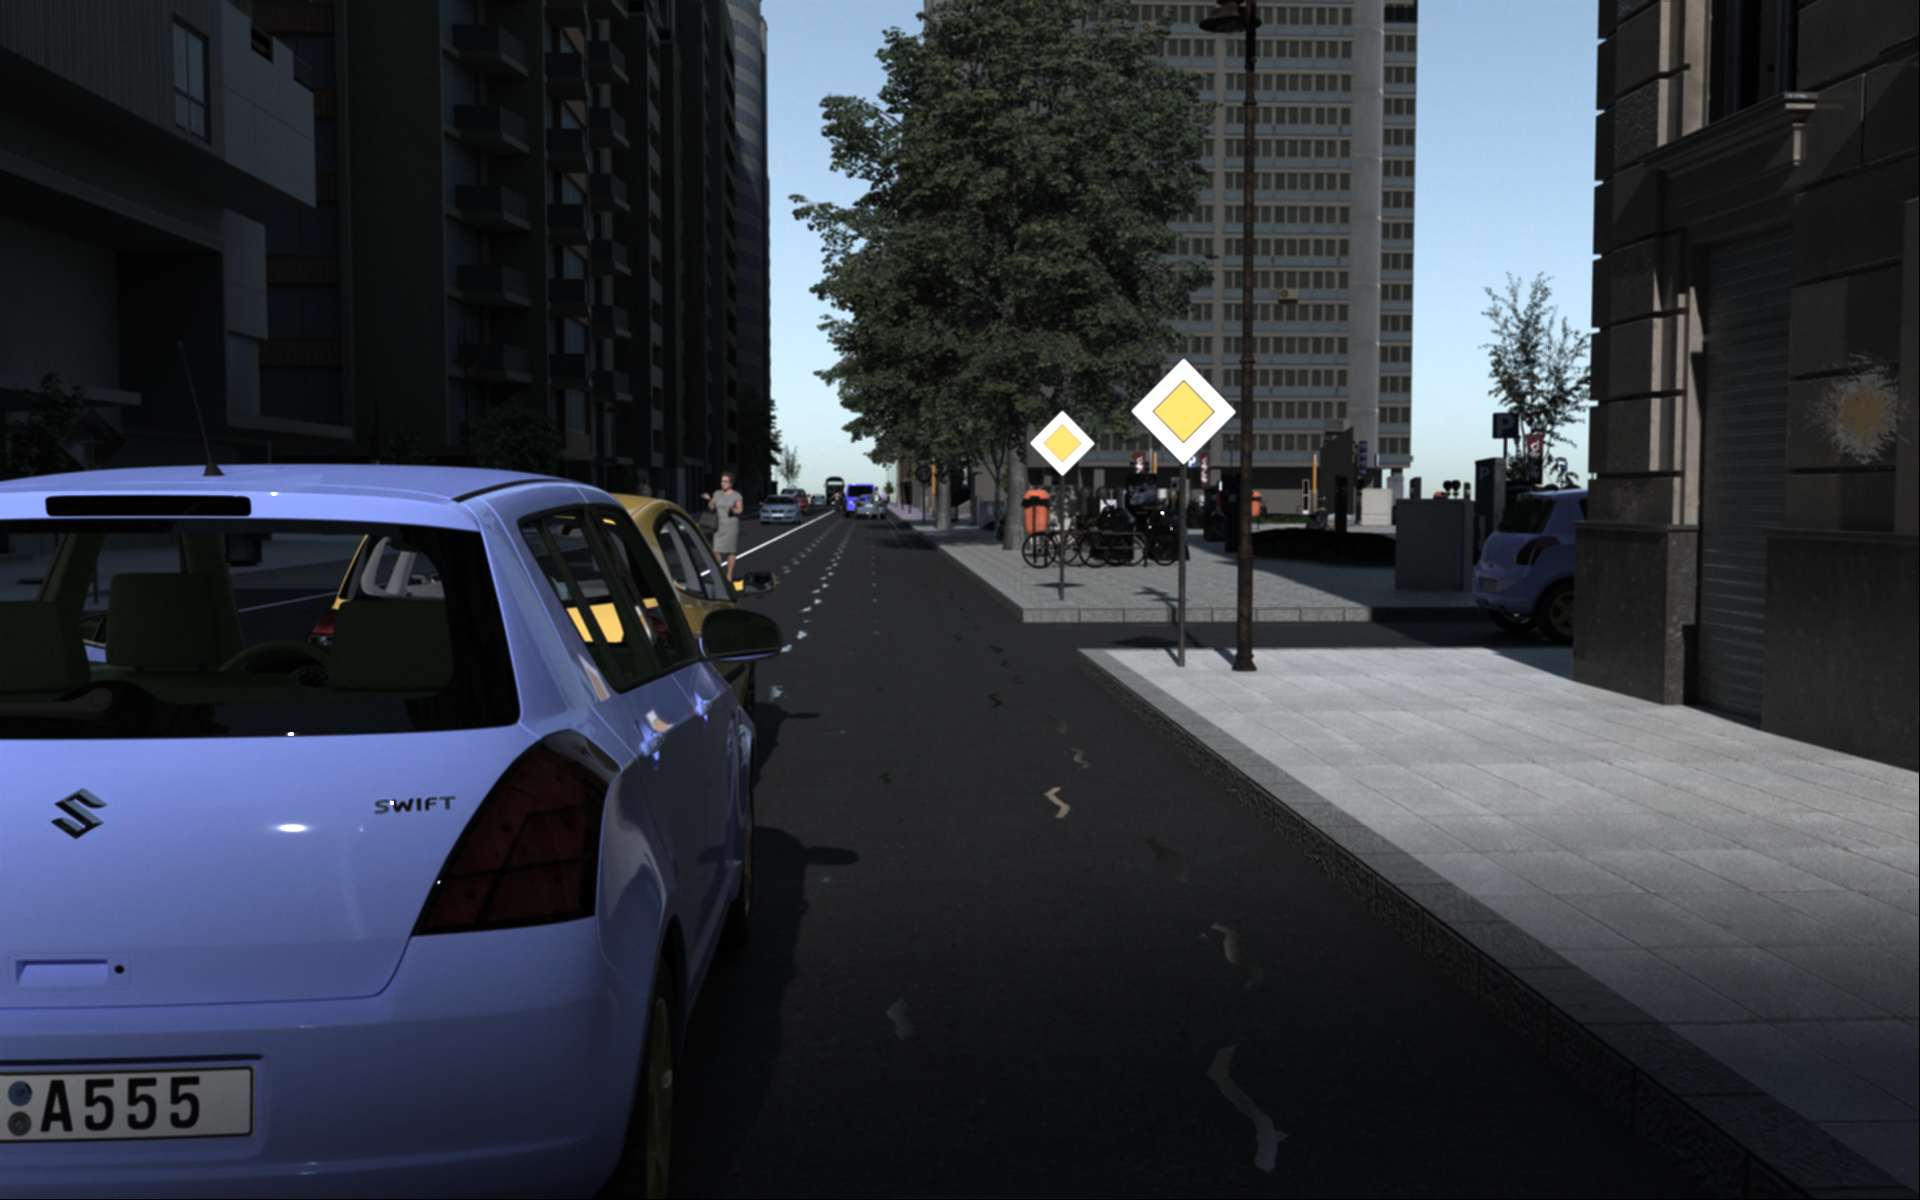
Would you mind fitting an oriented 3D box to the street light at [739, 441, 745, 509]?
[{"bbox_3d":[-18.994,-10.933,151.543,0.468,5.910,1.993,0,4,-3],"label":"street light"}]

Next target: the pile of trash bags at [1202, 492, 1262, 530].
[{"bbox_3d":[9.649,-3.262,63.085,1.912,1.369,3.447,-3,4,-38],"label":"pile of trash bags"}]

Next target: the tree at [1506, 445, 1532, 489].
[{"bbox_3d":[21.734,-4.477,67.792,1.663,3.219,1.824,0,3,0],"label":"tree"}]

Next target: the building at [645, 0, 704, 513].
[{"bbox_3d":[-28.507,-41.597,118.364,20.563,71.187,20.611,0,4,-3],"label":"building"}]

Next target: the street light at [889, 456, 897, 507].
[{"bbox_3d":[-7.728,-13.884,199.783,0.468,5.910,1.993,0,4,-3],"label":"street light"}]

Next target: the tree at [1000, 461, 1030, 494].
[{"bbox_3d":[2.660,-5.729,88.273,1.663,3.219,1.824,0,3,0],"label":"tree"}]

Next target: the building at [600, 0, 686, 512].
[{"bbox_3d":[-24.113,-20.211,102.151,14.160,30.474,14.107,0,4,-3],"label":"building"}]

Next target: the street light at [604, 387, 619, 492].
[{"bbox_3d":[-15.021,-6.250,74.969,0.468,5.910,1.993,0,4,-3],"label":"street light"}]

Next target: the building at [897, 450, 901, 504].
[{"bbox_3d":[5.242,-24.257,241.648,27.650,21.520,28.899,0,4,-3],"label":"building"}]

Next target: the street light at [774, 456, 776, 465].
[{"bbox_3d":[-22.002,-14.334,207.143,0.468,5.910,1.993,0,4,-3],"label":"street light"}]

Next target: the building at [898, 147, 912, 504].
[{"bbox_3d":[-0.821,-34.798,219.064,14.600,45.320,14.200,0,4,-3],"label":"building"}]

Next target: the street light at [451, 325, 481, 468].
[{"bbox_3d":[-13.486,-4.563,47.397,0.468,5.910,1.993,0,4,-3],"label":"street light"}]

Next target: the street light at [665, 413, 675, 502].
[{"bbox_3d":[-16.201,-7.594,96.953,0.468,5.910,1.993,0,4,-3],"label":"street light"}]

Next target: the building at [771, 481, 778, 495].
[{"bbox_3d":[-40.988,-33.062,232.445,32.217,40.220,23.993,0,4,-3],"label":"building"}]

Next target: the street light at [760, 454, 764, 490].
[{"bbox_3d":[-20.538,-12.675,180.028,0.468,5.910,1.993,0,4,-3],"label":"street light"}]

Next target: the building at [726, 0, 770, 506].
[{"bbox_3d":[-32.605,-39.757,192.027,21.231,58.520,28.212,0,4,-3],"label":"building"}]

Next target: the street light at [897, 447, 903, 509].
[{"bbox_3d":[-4.791,-10.469,143.952,0.468,5.910,1.993,0,4,-3],"label":"street light"}]

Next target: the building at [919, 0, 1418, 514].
[{"bbox_3d":[13.519,-26.046,117.740,32.217,40.220,23.993,0,4,-3],"label":"building"}]

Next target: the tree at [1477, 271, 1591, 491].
[{"bbox_3d":[18.974,-6.526,57.055,4.360,8.622,3.978,0,3,0],"label":"tree"}]

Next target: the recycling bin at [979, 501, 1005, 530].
[{"bbox_3d":[1.146,-3.003,61.648,0.722,1.027,0.722,-2,4,-24],"label":"recycling bin"}]

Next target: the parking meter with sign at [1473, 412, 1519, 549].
[{"bbox_3d":[11.167,-2.464,36.543,0.543,3.016,1.738,3,5,39],"label":"parking meter with sign"}]

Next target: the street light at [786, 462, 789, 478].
[{"bbox_3d":[-23.323,-16.010,234.548,0.468,5.910,1.993,0,4,-3],"label":"street light"}]

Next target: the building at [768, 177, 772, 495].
[{"bbox_3d":[-30.830,-32.428,213.786,14.154,41.232,14.086,0,4,-3],"label":"building"}]

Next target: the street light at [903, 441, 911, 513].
[{"bbox_3d":[-3.372,-8.775,116.253,0.468,5.910,1.993,0,4,-3],"label":"street light"}]

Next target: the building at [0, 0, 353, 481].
[{"bbox_3d":[-29.438,-27.095,32.235,28.713,52.752,27.495,0,4,-3],"label":"building"}]

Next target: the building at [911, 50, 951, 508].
[{"bbox_3d":[2.407,-29.374,163.852,14.154,41.232,14.086,0,4,-3],"label":"building"}]

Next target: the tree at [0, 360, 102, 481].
[{"bbox_3d":[-13.038,-1.869,25.159,1.663,3.219,1.824,0,3,0],"label":"tree"}]

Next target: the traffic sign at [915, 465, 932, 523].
[{"bbox_3d":[-1.589,-4.651,76.147,0.768,2.556,0.104,0,4,5],"label":"traffic sign"}]

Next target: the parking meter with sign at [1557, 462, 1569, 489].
[{"bbox_3d":[32.758,-5.942,93.405,0.543,3.016,1.738,3,5,41],"label":"parking meter with sign"}]

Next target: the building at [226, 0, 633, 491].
[{"bbox_3d":[-26.412,-25.669,74.307,22.147,44.769,28.867,0,4,-3],"label":"building"}]

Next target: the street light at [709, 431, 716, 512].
[{"bbox_3d":[-17.692,-9.267,124.310,0.468,5.910,1.993,0,4,-3],"label":"street light"}]

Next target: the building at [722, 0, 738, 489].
[{"bbox_3d":[-31.395,-32.439,154.077,21.300,48.544,21.600,0,4,-3],"label":"building"}]

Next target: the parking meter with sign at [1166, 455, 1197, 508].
[{"bbox_3d":[9.948,-5.038,78.639,0.543,3.016,1.738,-2,4,-34],"label":"parking meter with sign"}]

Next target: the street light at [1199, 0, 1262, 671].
[{"bbox_3d":[2.070,-2.425,12.433,0.468,5.910,1.993,0,4,-3],"label":"street light"}]

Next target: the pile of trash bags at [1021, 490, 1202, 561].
[{"bbox_3d":[2.889,-1.501,34.294,3.447,1.369,1.912,1,4,15],"label":"pile of trash bags"}]

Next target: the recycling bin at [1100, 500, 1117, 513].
[{"bbox_3d":[6.740,-4.042,78.643,0.722,1.027,0.722,1,4,8],"label":"recycling bin"}]

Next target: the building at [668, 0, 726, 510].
[{"bbox_3d":[-26.006,-27.716,136.749,14.154,41.232,14.086,0,4,-3],"label":"building"}]

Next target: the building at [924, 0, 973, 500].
[{"bbox_3d":[10.850,-33.868,142.987,28.713,52.752,27.495,0,4,-3],"label":"building"}]

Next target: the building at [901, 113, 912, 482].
[{"bbox_3d":[4.444,-33.179,197.100,22.147,44.769,28.867,0,4,-3],"label":"building"}]

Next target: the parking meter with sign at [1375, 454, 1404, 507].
[{"bbox_3d":[18.858,-4.814,74.973,1.738,3.016,0.543,1,4,22],"label":"parking meter with sign"}]

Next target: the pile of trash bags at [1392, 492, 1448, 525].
[{"bbox_3d":[18.912,-3.784,71.618,3.447,1.369,1.912,-3,4,-36],"label":"pile of trash bags"}]

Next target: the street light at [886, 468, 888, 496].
[{"bbox_3d":[-9.202,-15.564,227.261,0.468,5.910,1.993,0,4,-3],"label":"street light"}]
